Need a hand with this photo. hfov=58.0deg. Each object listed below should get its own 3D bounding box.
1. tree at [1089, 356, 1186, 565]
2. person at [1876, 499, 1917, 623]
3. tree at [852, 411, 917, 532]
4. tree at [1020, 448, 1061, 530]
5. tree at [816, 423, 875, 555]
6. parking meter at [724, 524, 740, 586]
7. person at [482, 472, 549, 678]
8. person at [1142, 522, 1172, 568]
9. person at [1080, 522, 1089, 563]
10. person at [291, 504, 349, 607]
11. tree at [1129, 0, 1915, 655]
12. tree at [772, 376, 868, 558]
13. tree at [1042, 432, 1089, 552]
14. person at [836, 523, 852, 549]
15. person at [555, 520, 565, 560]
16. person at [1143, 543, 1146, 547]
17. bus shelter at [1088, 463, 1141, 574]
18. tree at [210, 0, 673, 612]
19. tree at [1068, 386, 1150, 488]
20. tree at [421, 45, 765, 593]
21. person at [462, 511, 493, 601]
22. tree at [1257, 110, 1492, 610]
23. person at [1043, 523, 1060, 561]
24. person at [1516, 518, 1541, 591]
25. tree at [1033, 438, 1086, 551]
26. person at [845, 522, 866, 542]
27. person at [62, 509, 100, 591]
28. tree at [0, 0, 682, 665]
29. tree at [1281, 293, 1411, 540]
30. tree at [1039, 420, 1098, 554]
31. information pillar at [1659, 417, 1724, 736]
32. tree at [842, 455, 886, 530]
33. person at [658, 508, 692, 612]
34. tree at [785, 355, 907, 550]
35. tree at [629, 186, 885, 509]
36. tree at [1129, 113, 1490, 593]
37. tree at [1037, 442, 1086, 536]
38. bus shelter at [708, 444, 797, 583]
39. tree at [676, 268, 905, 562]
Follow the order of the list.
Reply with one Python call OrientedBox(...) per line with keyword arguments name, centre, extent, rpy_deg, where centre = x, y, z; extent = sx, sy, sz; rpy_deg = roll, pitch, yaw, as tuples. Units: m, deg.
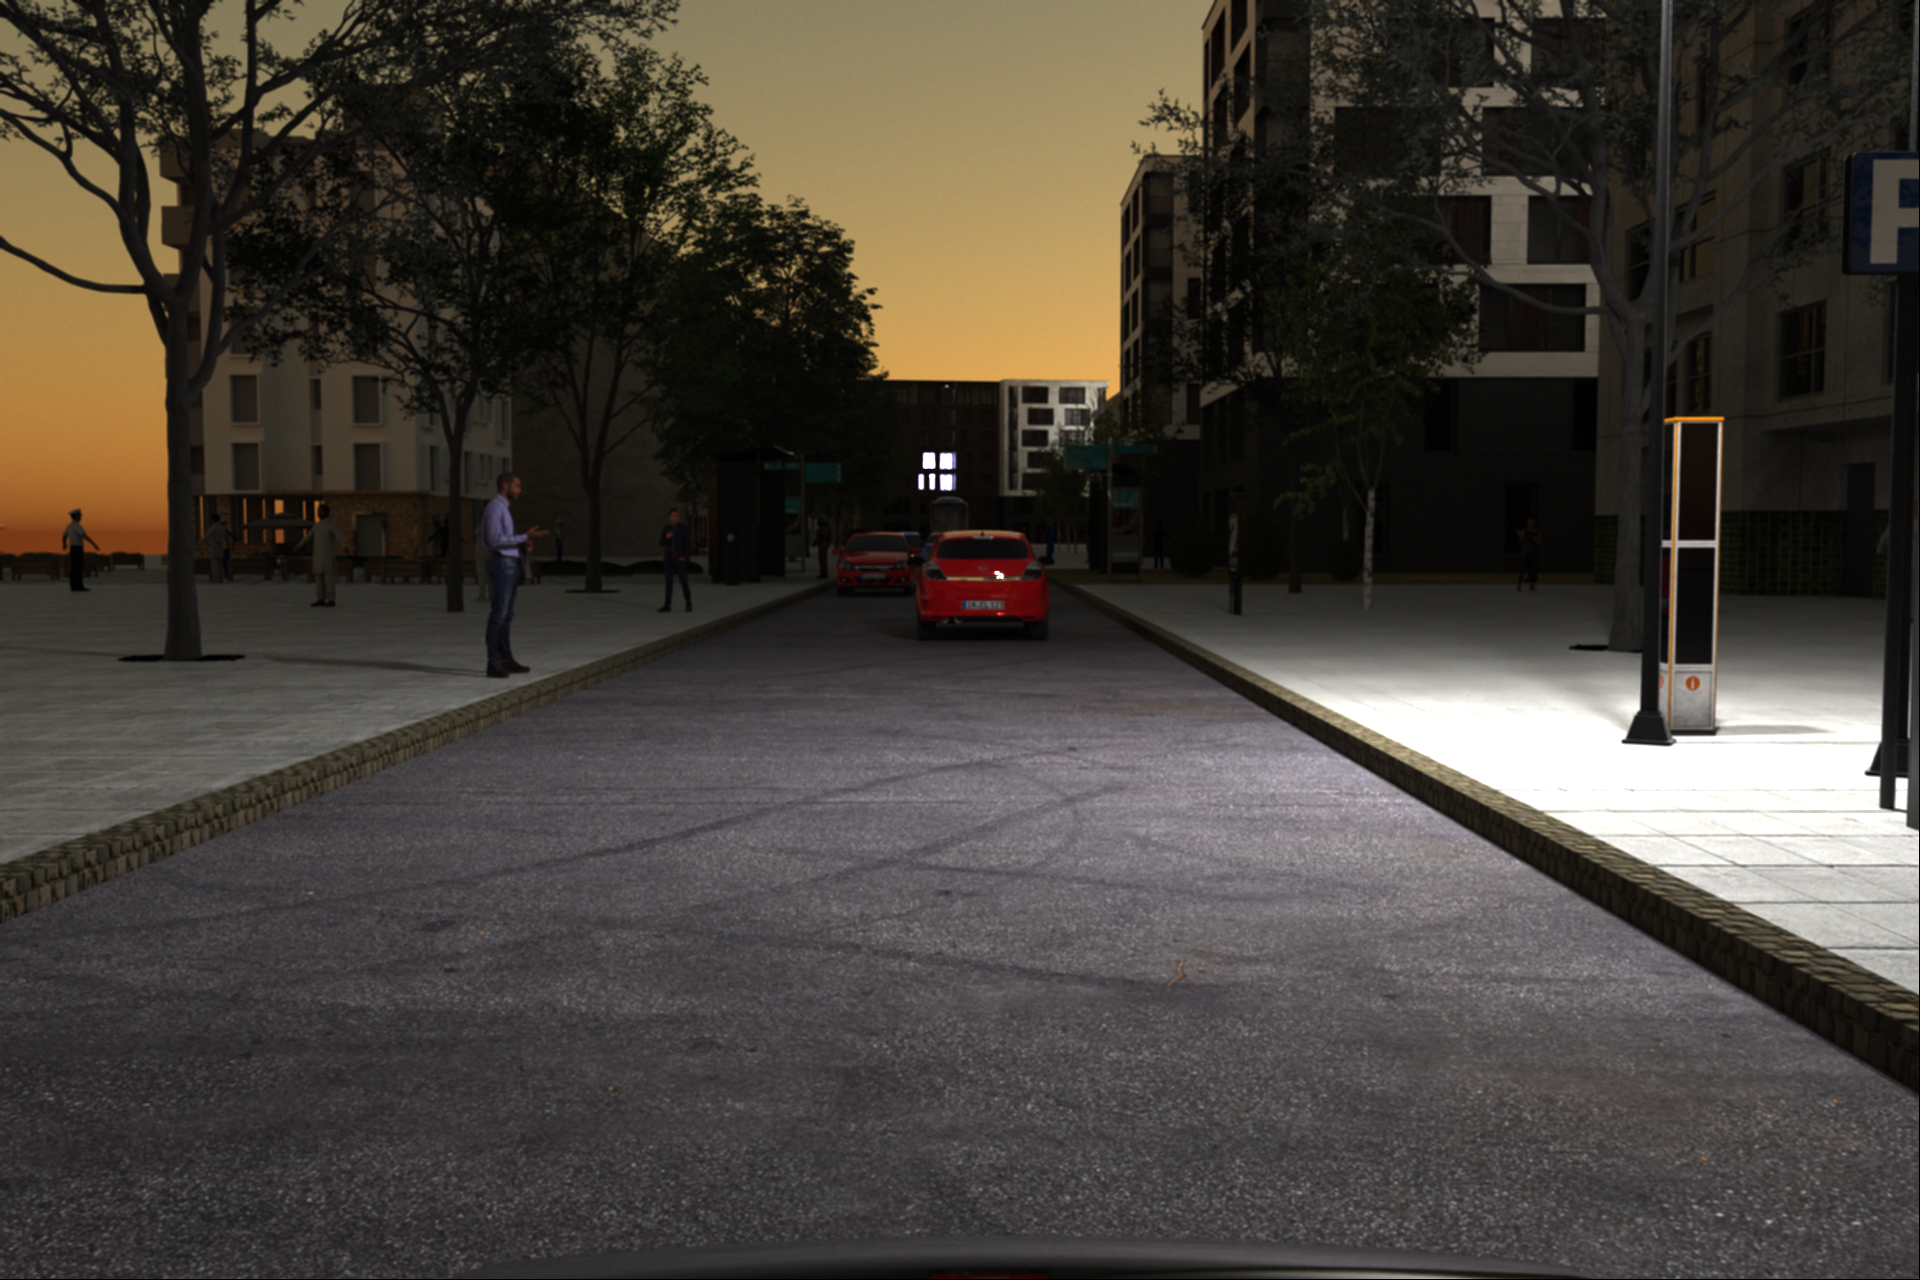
OrientedBox(name="tree", centre=(7.480, -7.430, 71.851), extent=(4.737, 8.622, 4.395), rpy_deg=(0, 3, 0))
OrientedBox(name="person", centre=(13.737, -1.159, 25.089), extent=(0.704, 1.811, 1.347), rpy_deg=(-1, 4, -14))
OrientedBox(name="tree", centre=(-7.277, -13.404, 144.907), extent=(9.928, 11.665, 9.643), rpy_deg=(0, 3, 0))
OrientedBox(name="tree", centre=(7.808, -12.069, 147.694), extent=(4.360, 8.622, 3.978), rpy_deg=(0, 3, 0))
OrientedBox(name="tree", centre=(-7.353, -9.447, 104.828), extent=(4.360, 8.622, 3.978), rpy_deg=(0, 3, 0))
OrientedBox(name="parking meter", centre=(-5.696, -2.134, 43.294), extent=(0.372, 1.533, 0.369), rpy_deg=(0, 3, 0))
OrientedBox(name="person", centre=(-4.007, -0.599, 15.700), extent=(0.599, 1.838, 0.709), rpy_deg=(0, 4, -5))
OrientedBox(name="person", centre=(7.387, -3.544, 64.670), extent=(1.216, 1.740, 0.721), rpy_deg=(-1, 4, -19))
OrientedBox(name="person", centre=(5.814, -4.392, 77.952), extent=(0.704, 1.843, 1.345), rpy_deg=(2, 4, 33))
OrientedBox(name="person", centre=(-11.290, -1.506, 30.710), extent=(1.344, 1.819, 0.704), rpy_deg=(2, 4, 26))
OrientedBox(name="tree", centre=(7.397, -6.625, 18.687), extent=(12.009, 13.543, 11.850), rpy_deg=(0, 3, 0))
OrientedBox(name="tree", centre=(-8.604, -9.740, 93.659), extent=(7.601, 10.594, 8.767), rpy_deg=(-1, 4, -11))
OrientedBox(name="tree", centre=(7.877, -10.707, 125.420), extent=(4.360, 8.622, 3.978), rpy_deg=(0, 3, 0))
OrientedBox(name="person", centre=(-5.483, -4.737, 83.580), extent=(0.705, 1.813, 1.348), rpy_deg=(2, 4, 35))
OrientedBox(name="person", centre=(-15.530, -3.758, 67.293), extent=(0.705, 1.847, 1.347), rpy_deg=(-1, 4, -20))
OrientedBox(name="person", centre=(7.592, -3.913, 73.248), extent=(0.599, 1.433, 0.991), rpy_deg=(-1, 4, -21))
OrientedBox(name="bus shelter", centre=(5.040, -4.101, 58.328), extent=(1.731, 3.624, 6.357), rpy_deg=(0, 4, 1))
OrientedBox(name="tree", centre=(-8.425, -5.724, 27.993), extent=(8.767, 10.594, 7.601), rpy_deg=(1, 4, 8))
OrientedBox(name="tree", centre=(7.128, -8.321, 86.410), extent=(4.360, 8.622, 3.978), rpy_deg=(0, 3, 0))
OrientedBox(name="tree", centre=(-8.001, -6.834, 37.494), extent=(9.928, 11.665, 9.643), rpy_deg=(0, 3, 0))
OrientedBox(name="person", centre=(-9.138, -1.613, 33.151), extent=(0.721, 1.739, 1.217), rpy_deg=(2, 4, 34))
OrientedBox(name="tree", centre=(6.980, -4.838, 29.458), extent=(4.737, 8.622, 4.395), rpy_deg=(0, 3, 0))
OrientedBox(name="person", centre=(4.255, -4.610, 81.506), extent=(0.704, 1.817, 1.347), rpy_deg=(3, 4, 38))
OrientedBox(name="person", centre=(12.803, -1.924, 38.978), extent=(0.593, 1.643, 0.415), rpy_deg=(-2, 4, -30))
OrientedBox(name="tree", centre=(7.566, -11.116, 132.107), extent=(4.737, 8.622, 4.395), rpy_deg=(0, 3, 0))
OrientedBox(name="person", centre=(-4.452, -4.309, 76.587), extent=(1.346, 1.812, 0.704), rpy_deg=(-1, 4, -17))
OrientedBox(name="person", centre=(-19.857, -2.031, 38.991), extent=(1.343, 1.855, 0.704), rpy_deg=(2, 4, 33))
OrientedBox(name="tree", centre=(-7.903, -6.544, 17.372), extent=(12.009, 13.543, 11.850), rpy_deg=(0, 3, 0))
OrientedBox(name="tree", centre=(11.749, -6.236, 52.314), extent=(4.360, 8.622, 3.978), rpy_deg=(0, 3, 0))
OrientedBox(name="tree", centre=(7.170, -9.795, 110.509), extent=(4.737, 8.622, 4.395), rpy_deg=(0, 3, 0))
OrientedBox(name="information pillar", centre=(4.645, -0.403, 11.078), extent=(0.304, 2.012, 0.304), rpy_deg=(0, 4, 1))
OrientedBox(name="tree", centre=(-7.505, -10.821, 127.280), extent=(4.360, 8.622, 3.978), rpy_deg=(0, 3, 0))
OrientedBox(name="person", centre=(-4.707, -1.324, 28.606), extent=(0.541, 1.710, 0.530), rpy_deg=(1, 4, 21))
OrientedBox(name="tree", centre=(-8.306, -12.826, 116.357), extent=(9.857, 13.997, 8.962), rpy_deg=(0, 3, 0))
OrientedBox(name="tree", centre=(-7.399, -9.665, 64.672), extent=(9.857, 13.997, 8.962), rpy_deg=(0, 3, 0))
OrientedBox(name="tree", centre=(7.511, -6.319, 37.720), extent=(8.767, 10.594, 7.601), rpy_deg=(2, 4, 32))
OrientedBox(name="tree", centre=(7.970, -11.469, 137.875), extent=(4.737, 8.622, 4.395), rpy_deg=(0, 3, 0))
OrientedBox(name="bus shelter", centre=(-5.728, -3.497, 48.454), extent=(1.731, 3.624, 6.357), rpy_deg=(0, 4, 1))
OrientedBox(name="tree", centre=(-7.694, -10.312, 78.979), extent=(12.009, 13.543, 11.850), rpy_deg=(0, 3, 0))
